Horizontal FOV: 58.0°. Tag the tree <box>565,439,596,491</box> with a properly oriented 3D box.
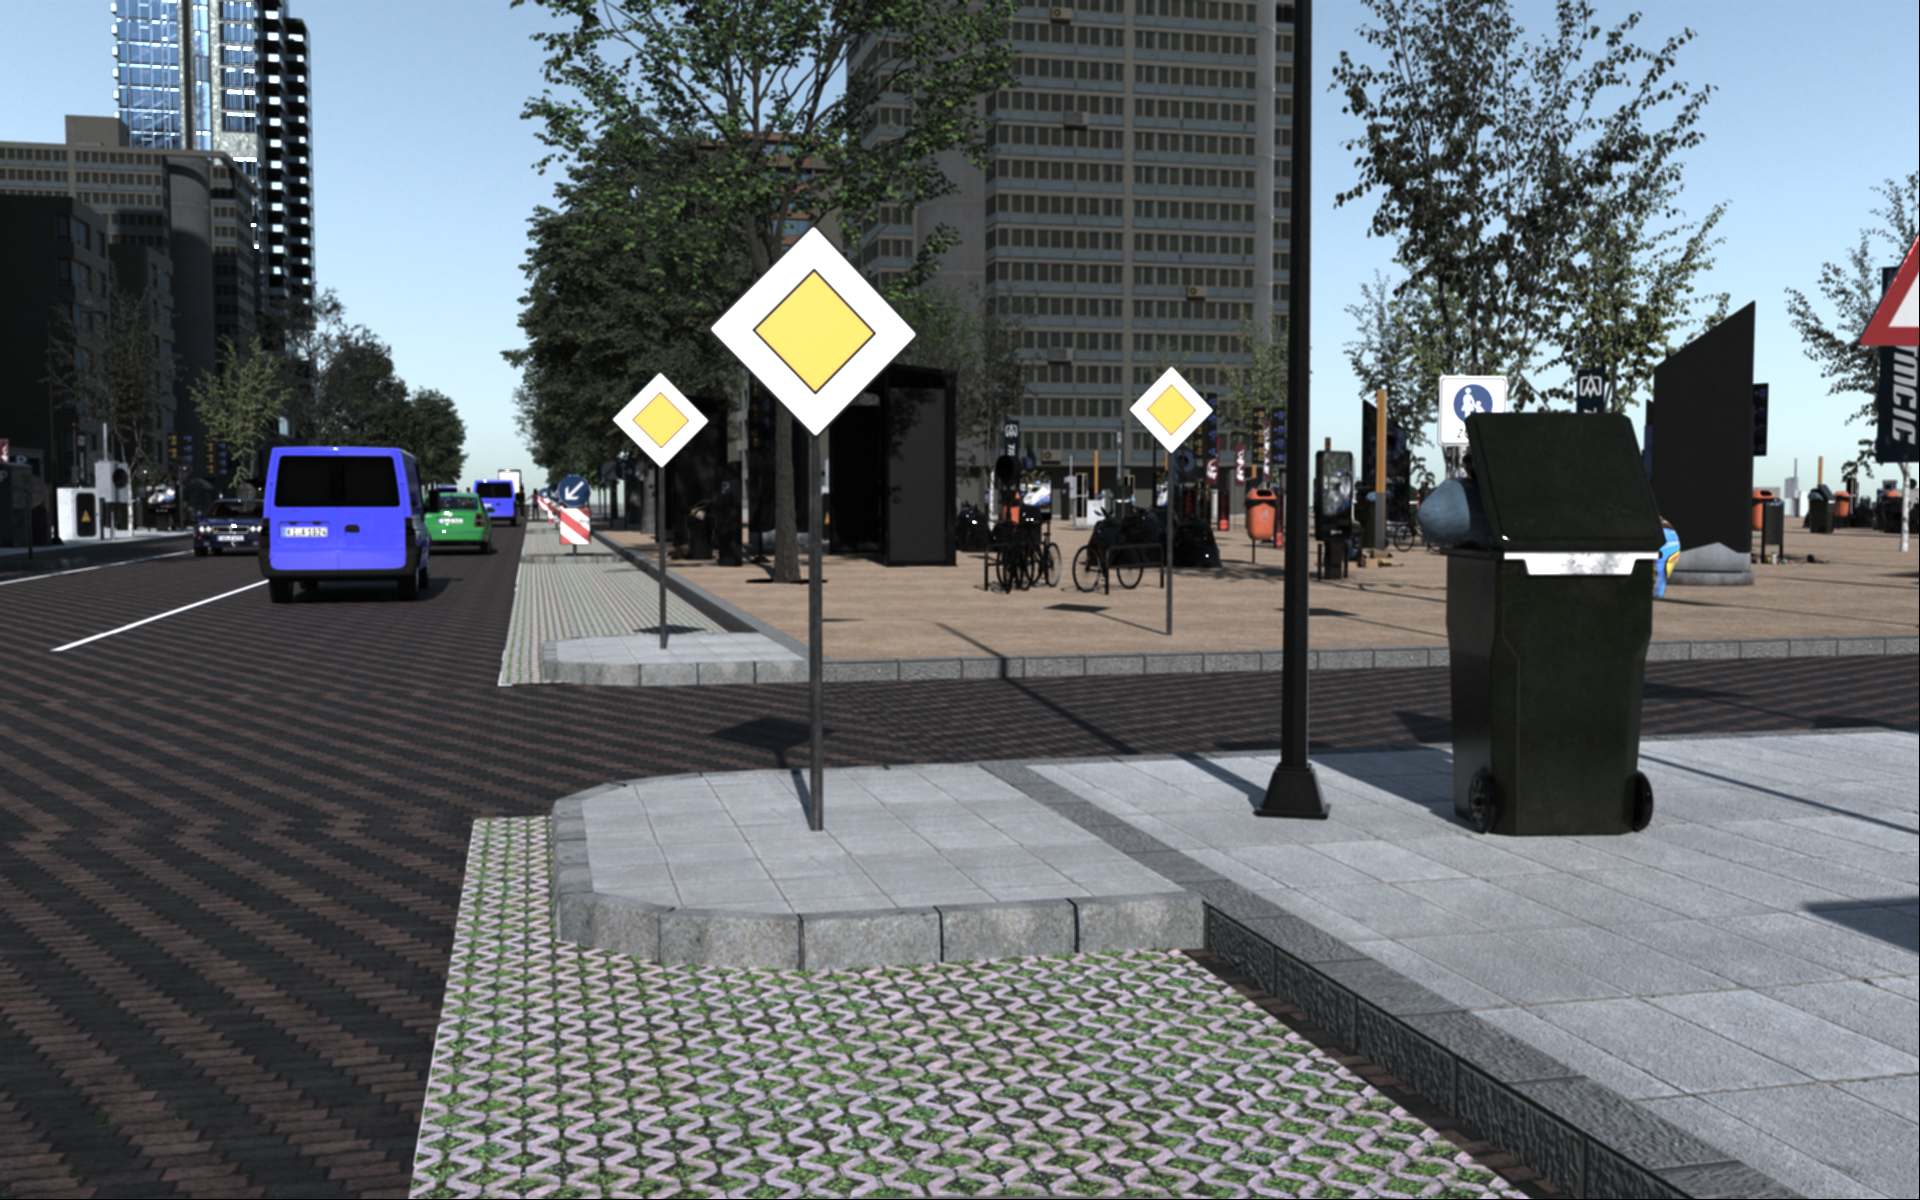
[{"bbox_3d":[-33.307,-12.391,152.954,4.360,8.622,3.978,0,3,0],"label":"tree"}]

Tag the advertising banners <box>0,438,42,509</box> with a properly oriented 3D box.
[{"bbox_3d":[-29.378,-3.544,54.139,2.074,3.025,0.090,2,4,30],"label":"advertising banners"}]

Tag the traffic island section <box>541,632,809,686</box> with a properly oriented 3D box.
[{"bbox_3d":[-2.443,0.483,14.386,2.009,0.180,2.903,-1,4,-14],"label":"traffic island section"}]

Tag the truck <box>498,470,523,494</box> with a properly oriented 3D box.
[{"bbox_3d":[-53.197,-13.212,204.925,2.839,4.237,11.283,-1,4,-14],"label":"truck"}]

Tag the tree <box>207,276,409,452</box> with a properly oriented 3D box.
[{"bbox_3d":[-36.376,-11.432,97.281,12.009,13.543,11.850,0,3,0],"label":"tree"}]

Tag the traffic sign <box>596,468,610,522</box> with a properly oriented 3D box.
[{"bbox_3d":[-16.523,-4.925,80.624,0.768,2.556,0.104,-1,4,-11],"label":"traffic sign"}]

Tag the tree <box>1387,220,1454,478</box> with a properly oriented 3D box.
[{"bbox_3d":[12.522,-5.710,43.714,4.737,8.622,4.395,0,3,0],"label":"tree"}]

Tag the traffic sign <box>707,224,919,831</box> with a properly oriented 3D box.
[{"bbox_3d":[-0.550,-0.178,6.550,0.795,2.450,0.064,-1,4,-14],"label":"traffic sign"}]

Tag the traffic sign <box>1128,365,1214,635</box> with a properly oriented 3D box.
[{"bbox_3d":[1.896,-0.885,15.655,0.795,2.450,0.064,-1,4,-9],"label":"traffic sign"}]

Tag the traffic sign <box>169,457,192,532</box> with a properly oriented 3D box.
[{"bbox_3d":[-26.476,-3.594,58.865,0.768,2.556,0.104,0,4,-5],"label":"traffic sign"}]

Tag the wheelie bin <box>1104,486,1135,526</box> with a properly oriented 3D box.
[{"bbox_3d":[5.965,-3.436,64.085,0.980,1.594,0.693,0,4,-2],"label":"wheelie bin"}]

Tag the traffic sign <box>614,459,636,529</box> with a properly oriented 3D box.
[{"bbox_3d":[-12.267,-3.877,63.495,0.768,2.556,0.104,0,4,-6],"label":"traffic sign"}]

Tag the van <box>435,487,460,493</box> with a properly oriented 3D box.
[{"bbox_3d":[-41.193,-8.240,139.116,2.240,2.365,5.245,-1,4,-13],"label":"van"}]

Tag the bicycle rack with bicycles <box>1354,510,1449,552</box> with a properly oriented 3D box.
[{"bbox_3d":[10.740,-1.513,38.112,2.925,0.926,2.852,-3,4,-38],"label":"bicycle rack with bicycles"}]

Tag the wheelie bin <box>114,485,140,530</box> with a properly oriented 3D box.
[{"bbox_3d":[-29.764,-3.287,61.659,0.980,1.594,0.693,-3,5,-39],"label":"wheelie bin"}]

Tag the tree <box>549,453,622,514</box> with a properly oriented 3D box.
[{"bbox_3d":[-22.871,-7.739,110.250,4.285,4.588,4.351,0,3,0],"label":"tree"}]

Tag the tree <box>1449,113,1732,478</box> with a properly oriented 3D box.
[{"bbox_3d":[13.027,-5.153,34.620,4.737,8.622,4.395,0,3,0],"label":"tree"}]

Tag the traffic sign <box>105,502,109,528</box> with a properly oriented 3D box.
[{"bbox_3d":[-32.385,-4.012,65.705,0.768,2.556,0.104,-1,4,-9],"label":"traffic sign"}]

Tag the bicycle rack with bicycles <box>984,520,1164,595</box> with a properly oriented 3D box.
[{"bbox_3d":[1.357,-0.601,23.201,2.852,0.926,2.925,2,4,31],"label":"bicycle rack with bicycles"}]

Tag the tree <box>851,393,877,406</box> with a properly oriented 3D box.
[{"bbox_3d":[-4.341,-7.712,76.445,4.360,8.622,3.978,0,3,0],"label":"tree"}]

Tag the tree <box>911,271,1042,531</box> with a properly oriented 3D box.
[{"bbox_3d":[0.954,-6.556,57.556,4.360,8.622,3.978,0,3,0],"label":"tree"}]

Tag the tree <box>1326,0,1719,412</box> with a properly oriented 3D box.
[{"bbox_3d":[5.930,-4.241,19.704,4.360,8.622,3.978,0,3,0],"label":"tree"}]

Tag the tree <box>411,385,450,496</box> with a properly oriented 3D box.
[{"bbox_3d":[-63.153,-18.233,204.770,9.857,13.997,8.962,0,3,0],"label":"tree"}]

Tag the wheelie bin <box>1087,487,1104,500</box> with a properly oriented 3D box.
[{"bbox_3d":[6.435,-4.539,82.126,0.980,1.594,0.693,0,4,2],"label":"wheelie bin"}]

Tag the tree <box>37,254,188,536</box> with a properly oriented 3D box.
[{"bbox_3d":[-25.524,-6.265,52.795,4.360,8.622,3.978,0,3,0],"label":"tree"}]

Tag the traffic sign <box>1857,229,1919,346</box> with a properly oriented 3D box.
[{"bbox_3d":[3.651,-0.386,6.320,0.884,2.594,0.081,0,4,-7],"label":"traffic sign"}]

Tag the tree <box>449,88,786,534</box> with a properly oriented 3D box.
[{"bbox_3d":[-10.018,-9.087,55.234,9.857,13.997,8.962,0,3,0],"label":"tree"}]

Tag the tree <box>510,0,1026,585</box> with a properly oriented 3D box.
[{"bbox_3d":[-2.652,-6.055,24.752,9.928,11.665,9.643,0,3,0],"label":"tree"}]

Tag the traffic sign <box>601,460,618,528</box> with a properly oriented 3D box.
[{"bbox_3d":[-13.087,-3.969,65.000,0.768,2.556,0.104,-1,4,-12],"label":"traffic sign"}]

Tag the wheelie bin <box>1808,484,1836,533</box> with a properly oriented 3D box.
[{"bbox_3d":[28.151,-2.980,56.636,0.980,1.594,0.693,-3,5,-41],"label":"wheelie bin"}]

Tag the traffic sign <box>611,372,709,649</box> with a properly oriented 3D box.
[{"bbox_3d":[-2.464,-0.652,14.303,0.795,2.450,0.064,-1,4,-14],"label":"traffic sign"}]

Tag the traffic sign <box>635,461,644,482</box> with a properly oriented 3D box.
[{"bbox_3d":[-12.300,-4.118,67.437,0.768,2.556,0.104,-1,4,-10],"label":"traffic sign"}]

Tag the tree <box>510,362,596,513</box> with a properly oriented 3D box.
[{"bbox_3d":[-26.120,-12.768,119.122,12.009,13.543,11.850,0,3,0],"label":"tree"}]

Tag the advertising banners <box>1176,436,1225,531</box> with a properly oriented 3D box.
[{"bbox_3d":[6.901,-3.435,52.354,2.074,3.025,0.090,2,4,24],"label":"advertising banners"}]

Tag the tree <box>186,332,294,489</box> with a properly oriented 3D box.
[{"bbox_3d":[-32.308,-7.813,78.112,4.737,8.622,4.395,0,3,0],"label":"tree"}]

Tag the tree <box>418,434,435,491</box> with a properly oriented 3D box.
[{"bbox_3d":[-54.966,-13.637,173.329,4.737,8.622,4.395,0,3,0],"label":"tree"}]

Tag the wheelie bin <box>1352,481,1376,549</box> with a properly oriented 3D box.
[{"bbox_3d":[9.703,-2.015,40.852,0.693,1.594,0.980,-2,4,-28],"label":"wheelie bin"}]

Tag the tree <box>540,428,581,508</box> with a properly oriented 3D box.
[{"bbox_3d":[-31.458,-12.838,144.318,7.601,10.594,8.767,1,4,11],"label":"tree"}]

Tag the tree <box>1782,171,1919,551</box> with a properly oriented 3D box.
[{"bbox_3d":[21.083,-5.411,38.838,4.360,8.622,3.978,0,3,0],"label":"tree"}]

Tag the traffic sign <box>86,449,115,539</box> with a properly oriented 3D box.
[{"bbox_3d":[-24.422,-3.005,49.243,0.768,2.556,0.104,-1,4,-11],"label":"traffic sign"}]

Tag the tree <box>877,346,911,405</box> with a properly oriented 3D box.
[{"bbox_3d":[-0.830,-7.301,69.741,4.360,8.622,3.978,0,3,0],"label":"tree"}]

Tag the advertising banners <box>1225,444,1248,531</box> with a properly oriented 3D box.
[{"bbox_3d":[9.124,-3.909,60.098,2.074,3.025,0.090,-2,4,-27],"label":"advertising banners"}]

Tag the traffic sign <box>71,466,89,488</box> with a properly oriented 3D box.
[{"bbox_3d":[-31.957,-3.720,62.953,0.606,2.300,0.079,0,4,-7],"label":"traffic sign"}]

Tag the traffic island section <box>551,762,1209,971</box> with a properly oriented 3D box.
[{"bbox_3d":[-0.529,0.957,6.633,2.009,0.180,2.903,-1,4,-14],"label":"traffic island section"}]

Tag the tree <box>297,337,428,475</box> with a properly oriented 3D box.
[{"bbox_3d":[-43.188,-12.727,125.100,9.611,12.733,9.660,0,3,0],"label":"tree"}]

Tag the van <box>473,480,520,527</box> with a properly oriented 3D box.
[{"bbox_3d":[-20.813,-4.466,77.410,2.240,2.365,5.245,-1,4,-15],"label":"van"}]

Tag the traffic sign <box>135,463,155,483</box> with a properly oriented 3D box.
[{"bbox_3d":[-33.259,-4.321,70.747,0.768,2.556,0.104,-1,4,-12],"label":"traffic sign"}]

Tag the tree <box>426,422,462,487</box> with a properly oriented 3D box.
[{"bbox_3d":[-72.596,-19.614,238.817,7.486,12.596,7.792,0,3,0],"label":"tree"}]

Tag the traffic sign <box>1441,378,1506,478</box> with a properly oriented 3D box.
[{"bbox_3d":[4.436,-0.792,15.082,0.606,2.300,0.079,0,4,-6],"label":"traffic sign"}]

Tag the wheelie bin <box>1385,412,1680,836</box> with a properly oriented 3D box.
[{"bbox_3d":[2.234,0.073,6.712,0.980,1.594,0.693,0,4,-3],"label":"wheelie bin"}]

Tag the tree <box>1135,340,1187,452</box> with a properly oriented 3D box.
[{"bbox_3d":[10.206,-8.082,82.499,4.737,8.622,4.395,0,3,0],"label":"tree"}]

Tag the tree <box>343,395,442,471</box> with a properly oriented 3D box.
[{"bbox_3d":[-51.529,-13.664,157.814,7.601,10.594,8.767,1,4,13],"label":"tree"}]

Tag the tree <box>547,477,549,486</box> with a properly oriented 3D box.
[{"bbox_3d":[-45.671,-13.136,198.484,4.285,4.588,4.351,0,3,0],"label":"tree"}]

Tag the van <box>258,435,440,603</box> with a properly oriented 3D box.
[{"bbox_3d":[-8.605,-1.236,24.593,2.240,2.365,5.245,-1,4,-15],"label":"van"}]

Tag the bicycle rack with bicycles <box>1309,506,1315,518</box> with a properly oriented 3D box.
[{"bbox_3d":[19.616,-4.801,91.878,2.852,0.926,2.925,-3,5,-40],"label":"bicycle rack with bicycles"}]

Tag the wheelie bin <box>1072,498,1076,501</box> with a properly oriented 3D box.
[{"bbox_3d":[6.291,-5.058,90.612,0.693,1.594,0.980,-1,4,-21],"label":"wheelie bin"}]

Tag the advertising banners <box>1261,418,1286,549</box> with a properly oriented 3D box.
[{"bbox_3d":[7.548,-2.733,40.874,0.090,3.025,2.074,2,4,35],"label":"advertising banners"}]

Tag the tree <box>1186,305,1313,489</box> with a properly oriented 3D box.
[{"bbox_3d":[11.721,-7.109,66.589,4.737,8.622,4.395,0,3,0],"label":"tree"}]
